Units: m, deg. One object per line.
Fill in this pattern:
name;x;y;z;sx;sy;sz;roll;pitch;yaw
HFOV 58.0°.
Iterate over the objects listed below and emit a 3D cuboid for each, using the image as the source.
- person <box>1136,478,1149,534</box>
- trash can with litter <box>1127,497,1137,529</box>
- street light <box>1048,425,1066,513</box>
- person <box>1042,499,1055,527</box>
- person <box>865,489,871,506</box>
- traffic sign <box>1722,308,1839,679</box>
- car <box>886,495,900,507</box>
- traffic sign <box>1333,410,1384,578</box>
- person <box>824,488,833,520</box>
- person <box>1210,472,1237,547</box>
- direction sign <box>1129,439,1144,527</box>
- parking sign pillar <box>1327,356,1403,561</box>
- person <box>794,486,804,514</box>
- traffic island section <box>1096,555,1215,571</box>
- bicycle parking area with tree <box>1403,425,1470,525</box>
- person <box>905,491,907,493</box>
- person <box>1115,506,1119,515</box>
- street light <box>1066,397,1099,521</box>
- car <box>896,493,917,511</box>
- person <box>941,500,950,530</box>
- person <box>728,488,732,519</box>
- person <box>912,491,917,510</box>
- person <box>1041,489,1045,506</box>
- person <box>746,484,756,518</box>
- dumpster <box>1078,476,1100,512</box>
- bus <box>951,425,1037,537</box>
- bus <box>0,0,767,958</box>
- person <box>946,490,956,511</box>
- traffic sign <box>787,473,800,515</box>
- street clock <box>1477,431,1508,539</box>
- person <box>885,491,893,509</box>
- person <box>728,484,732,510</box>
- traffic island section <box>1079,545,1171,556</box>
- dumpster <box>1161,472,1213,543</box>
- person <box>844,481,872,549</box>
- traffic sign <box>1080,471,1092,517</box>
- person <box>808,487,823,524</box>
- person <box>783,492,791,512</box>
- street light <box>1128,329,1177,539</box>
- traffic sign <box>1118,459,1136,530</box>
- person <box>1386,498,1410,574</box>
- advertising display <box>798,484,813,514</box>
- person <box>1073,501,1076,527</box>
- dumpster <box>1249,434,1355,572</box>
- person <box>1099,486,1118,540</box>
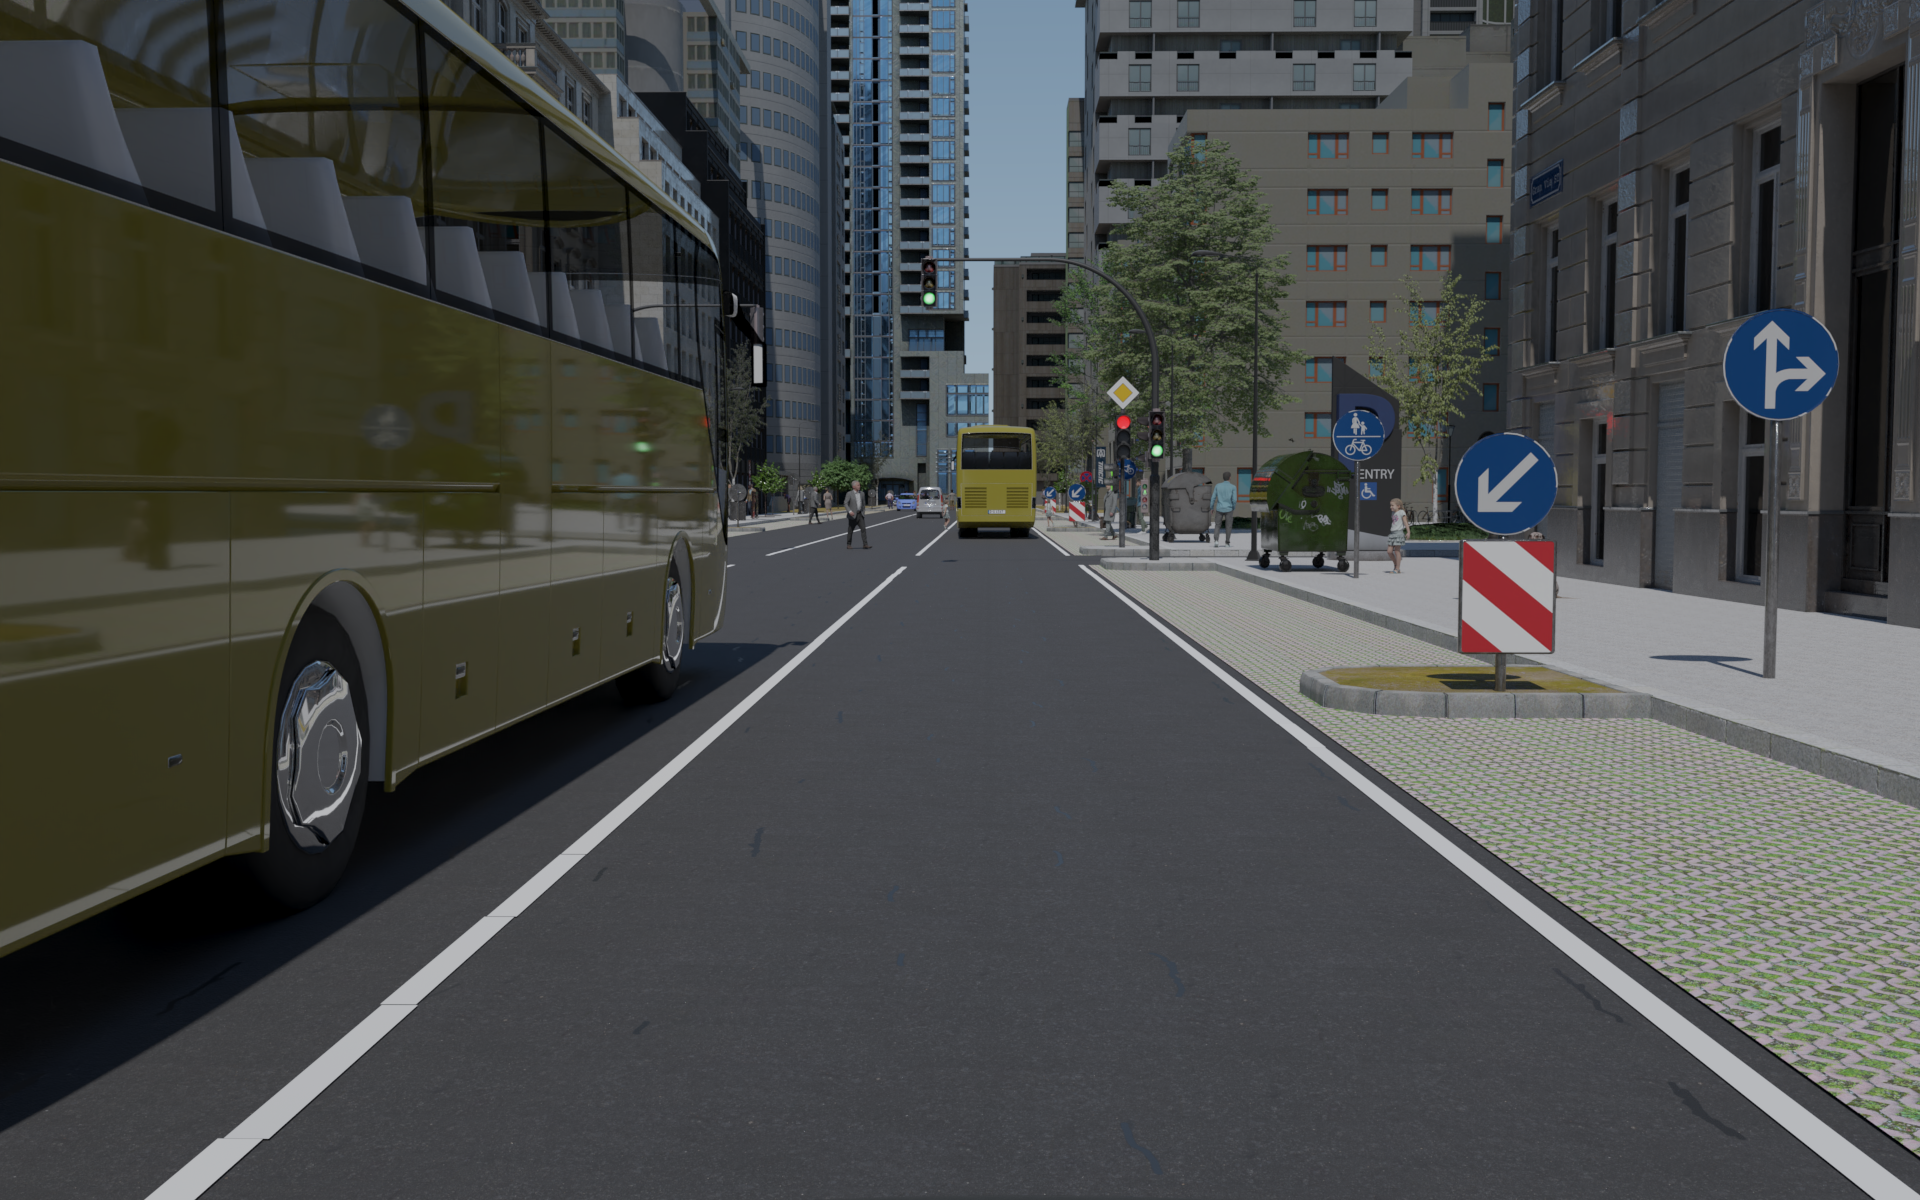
person;5.831;-2.991;55.294;0.444;1.785;0.601;1;4;20
trash can with litter;6.331;-3.252;64.562;0.624;1.170;1.055;1;4;20
street light;6.609;-8.805;116.502;1.470;5.913;1.316;0;4;1
person;3.846;-3.780;75.321;0.505;1.210;0.382;-1;4;-17
person;-9.747;-11.020;185.843;1.348;1.869;0.705;2;4;25
traffic sign;5.640;-0.727;11.993;0.768;2.556;0.104;0;4;5
car;-6.785;-10.427;183.066;1.945;1.354;3.894;0;4;0
traffic sign;6.032;-1.601;26.286;0.768;2.556;0.104;0;4;7
person;-7.323;-5.344;96.212;0.599;1.781;0.374;-2;4;-24
person;6.322;-2.175;41.625;0.660;1.820;0.620;1;4;18
direction sign;6.641;-4.566;66.658;0.876;3.537;0.379;1;4;22
parking sign pillar;7.901;-2.767;33.711;1.447;3.967;1.447;0;4;2
person;-10.237;-6.388;110.668;0.709;1.800;0.728;-3;4;-37
traffic island section;3.771;-0.687;33.520;2.009;0.180;2.903;0;4;1
bicycle parking area with tree;18.415;-5.306;73.751;9.016;4.147;8.231;-2;4;-30
person;-5.320;-10.052;173.676;0.721;1.723;1.217;-3;5;-40
person;9.820;-6.229;108.554;0.598;1.740;0.731;0;4;-7
street light;5.964;-6.746;82.832;1.470;5.913;1.316;0;4;1
car;-4.467;-8.372;146.466;1.945;1.707;3.694;0;3;0
person;-0.621;-3.411;69.289;0.382;1.210;0.505;-2;4;-30
person;-11.864;-5.034;88.447;0.679;1.850;0.850;-1;4;-16
person;-4.149;-9.257;160.382;0.617;1.759;0.750;3;4;36
person;8.933;-11.104;187.461;0.599;1.838;0.709;0;4;7
person;-11.248;-5.349;93.403;0.656;1.842;0.836;0;3;0
dumpster;6.886;-5.623;94.426;1.502;2.255;1.985;0;4;1
bus;1.125;-4.224;60.602;2.896;3.916;12.252;0;4;0
bus;-3.295;-1.054;8.787;2.896;3.916;12.252;0;4;2
person;-0.696;-8.655;150.006;1.348;1.824;0.705;-1;4;-22
traffic sign;-10.122;-6.437;105.359;0.768;2.556;0.104;0;4;7
street clock;6.116;-0.933;19.822;0.358;2.002;0.471;-1;4;-20
person;-6.615;-9.403;163.178;0.756;1.711;0.436;1;4;19
person;-12.111;-5.150;90.478;0.641;1.798;0.478;3;5;43
traffic island section;3.902;-1.176;41.504;2.009;0.180;2.903;0;4;1
dumpster;6.051;-2.465;46.059;1.264;1.857;1.865;0;4;1
person;-2.651;-2.207;44.978;0.661;1.777;0.834;-3;5;-44
traffic sign;7.036;-5.888;96.369;0.768;2.556;0.104;0;4;1
person;-6.819;-4.478;82.109;0.834;1.777;0.661;-2;4;-29
person;-12.533;-7.122;125.725;0.421;1.427;0.697;3;5;41
street light;5.445;-4.675;48.985;1.470;5.913;1.316;0;4;1
traffic sign;5.993;-3.823;62.609;0.768;2.556;0.104;1;4;11
person;7.104;-1.029;27.887;0.382;1.210;0.505;-2;4;-26
advertising display;-9.966;-6.507;111.598;0.974;1.923;0.123;-1;4;-9
person;4.722;-3.418;69.403;0.505;1.210;0.382;3;5;42
dumpster;5.755;-1.627;29.097;1.502;2.255;1.985;0;4;1
person;4.586;-2.746;53.492;0.767;1.812;0.694;-1;4;-23
